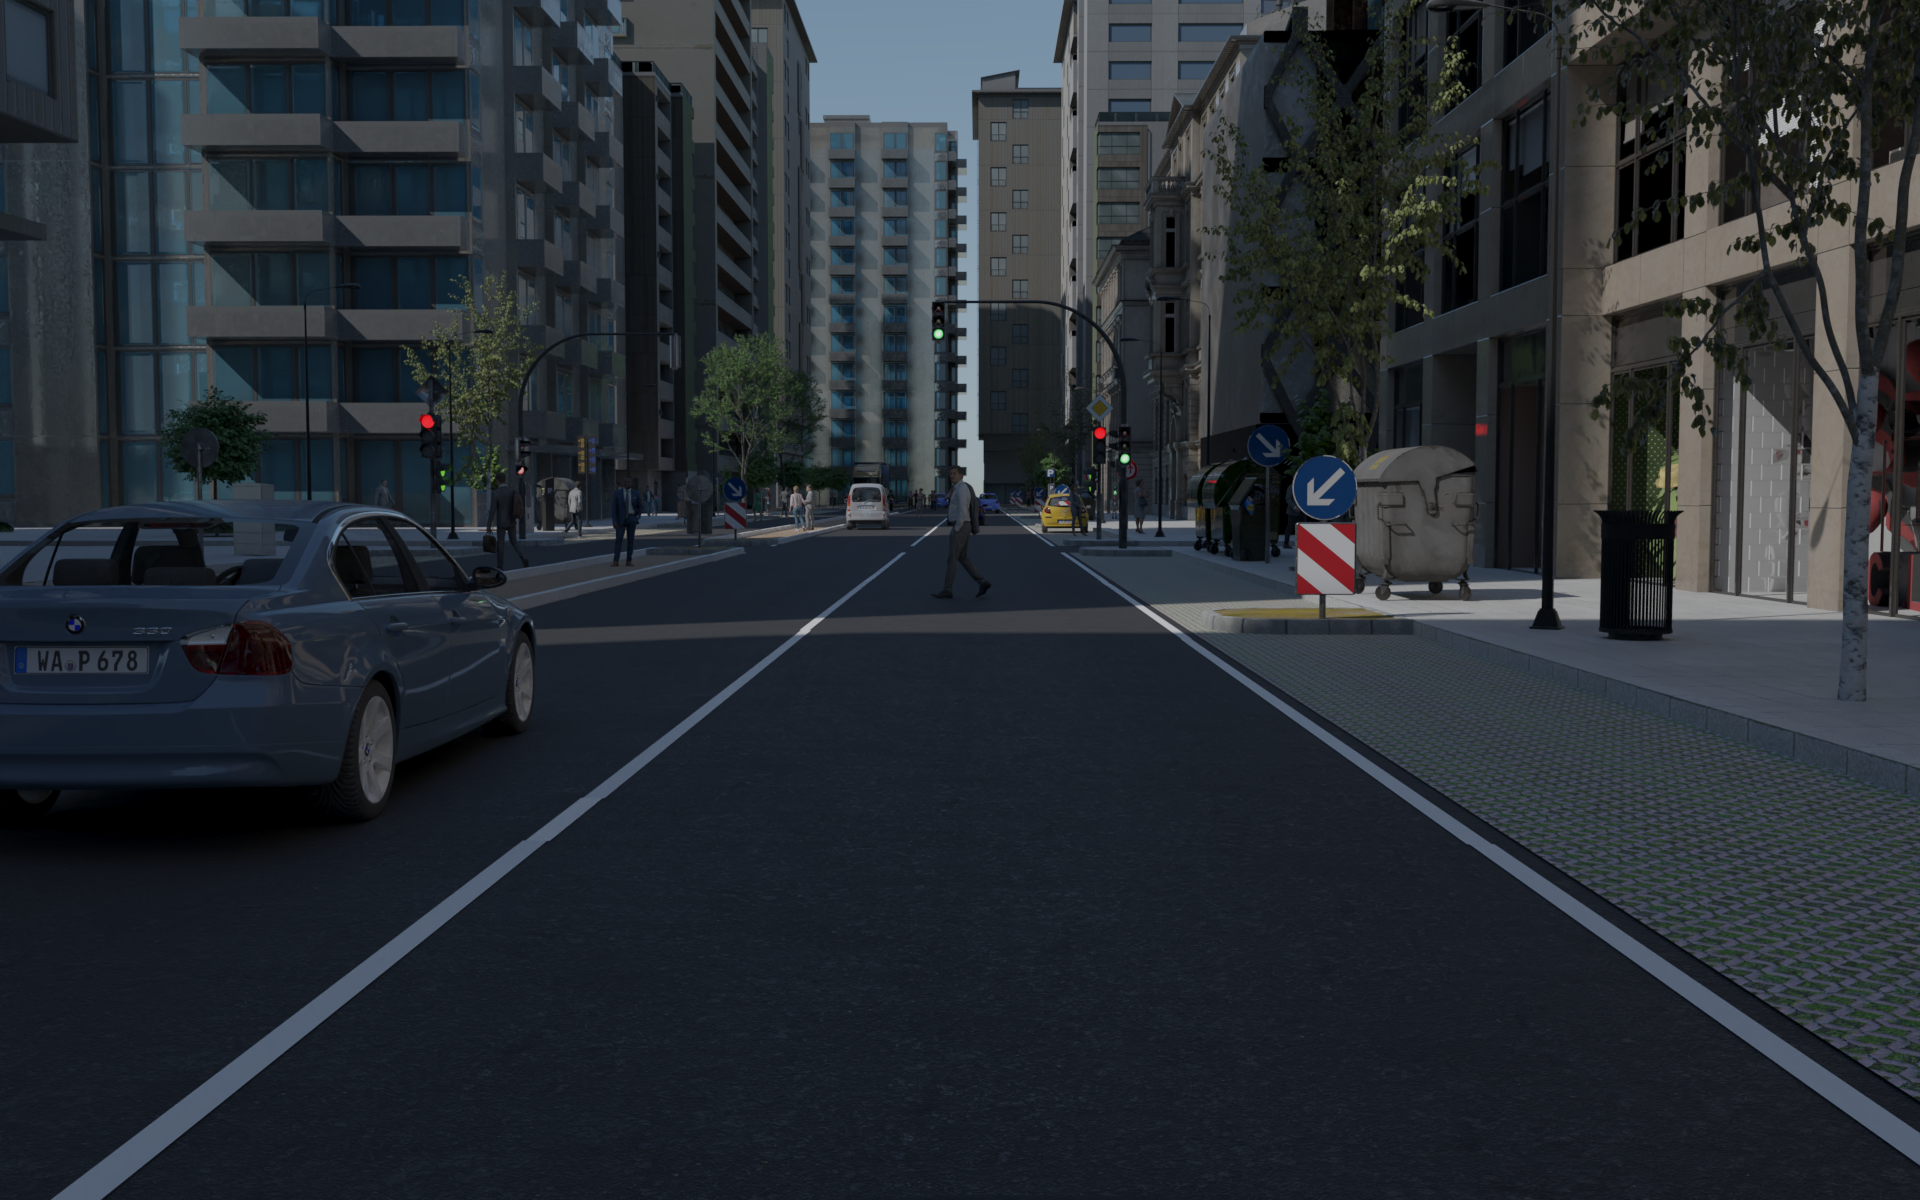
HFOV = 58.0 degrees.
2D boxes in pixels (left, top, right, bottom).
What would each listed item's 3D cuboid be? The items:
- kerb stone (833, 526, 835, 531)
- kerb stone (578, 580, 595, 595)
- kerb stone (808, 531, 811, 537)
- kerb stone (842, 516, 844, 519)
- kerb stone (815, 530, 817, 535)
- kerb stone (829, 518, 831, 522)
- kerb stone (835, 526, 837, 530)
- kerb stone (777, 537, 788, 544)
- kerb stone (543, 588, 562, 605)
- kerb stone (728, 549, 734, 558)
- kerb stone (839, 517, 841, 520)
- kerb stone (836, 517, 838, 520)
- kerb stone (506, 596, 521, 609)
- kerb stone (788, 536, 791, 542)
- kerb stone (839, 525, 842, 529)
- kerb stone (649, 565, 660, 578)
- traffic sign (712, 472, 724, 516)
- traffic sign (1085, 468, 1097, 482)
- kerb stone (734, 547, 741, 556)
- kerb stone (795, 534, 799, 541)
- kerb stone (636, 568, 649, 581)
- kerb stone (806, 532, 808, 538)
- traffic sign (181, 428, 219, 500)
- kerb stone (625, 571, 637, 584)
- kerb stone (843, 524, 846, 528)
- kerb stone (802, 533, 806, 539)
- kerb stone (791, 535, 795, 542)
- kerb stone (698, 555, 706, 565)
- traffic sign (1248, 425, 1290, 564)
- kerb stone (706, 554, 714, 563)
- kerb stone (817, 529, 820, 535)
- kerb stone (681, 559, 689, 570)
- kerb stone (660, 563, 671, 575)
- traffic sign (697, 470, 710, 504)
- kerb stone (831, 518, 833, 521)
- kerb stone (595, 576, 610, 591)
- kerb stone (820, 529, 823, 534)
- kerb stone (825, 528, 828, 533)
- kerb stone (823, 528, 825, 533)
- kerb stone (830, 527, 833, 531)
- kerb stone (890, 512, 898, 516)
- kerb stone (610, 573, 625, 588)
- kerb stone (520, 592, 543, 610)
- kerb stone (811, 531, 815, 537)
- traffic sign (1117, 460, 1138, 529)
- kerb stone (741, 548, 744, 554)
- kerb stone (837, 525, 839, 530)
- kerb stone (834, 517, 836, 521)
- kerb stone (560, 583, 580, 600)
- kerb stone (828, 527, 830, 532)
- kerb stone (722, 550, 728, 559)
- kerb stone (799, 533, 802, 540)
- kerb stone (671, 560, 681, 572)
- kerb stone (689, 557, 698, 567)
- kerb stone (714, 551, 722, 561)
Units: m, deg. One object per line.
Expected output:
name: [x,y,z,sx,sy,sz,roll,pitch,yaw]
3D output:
kerb stone: [-4.994,-2.701,66.363,0.120,0.150,1.000,0,4,1]
kerb stone: [-5.431,-0.159,24.816,0.120,0.150,1.000,0,4,1]
kerb stone: [-5.095,-2.131,57.145,0.120,0.150,1.000,0,4,1]
kerb stone: [-6.768,-4.587,97.190,0.120,0.150,1.000,0,4,1]
kerb stone: [-5.071,-2.263,59.189,0.120,0.150,1.000,0,4,1]
kerb stone: [-6.852,-4.073,88.990,0.120,0.150,1.000,0,4,1]
kerb stone: [-4.977,-2.762,67.385,0.120,0.150,1.000,0,4,1]
kerb stone: [-5.164,-1.699,49.976,0.120,0.150,1.000,0,4,1]
kerb stone: [-5.449,-0.032,22.765,0.120,0.150,1.000,0,4,1]
kerb stone: [-5.284,-1.036,39.139,0.120,0.150,1.000,0,4,1]
kerb stone: [-6.788,-4.461,95.144,0.120,0.150,1.000,0,4,1]
kerb stone: [-6.807,-4.334,93.092,0.120,0.150,1.000,0,4,1]
kerb stone: [-5.468,0.092,20.711,0.120,0.150,1.000,0,4,1]
kerb stone: [-5.155,-1.762,50.998,0.120,0.150,1.000,0,4,1]
kerb stone: [-4.950,-2.890,69.448,0.120,0.150,1.000,0,4,1]
kerb stone: [-5.373,-0.473,29.926,0.120,0.150,1.000,0,4,1]
traffic sign: [-14.164,-6.189,101.292,0.768,2.556,0.104,1,4,9]
traffic sign: [6.534,-5.189,84.952,0.768,2.556,0.104,1,4,8]
kerb stone: [-5.270,-1.098,40.172,0.120,0.150,1.000,0,4,1]
kerb stone: [-5.133,-1.886,53.052,0.120,0.150,1.000,0,4,1]
kerb stone: [-5.386,-0.409,28.905,0.120,0.150,1.000,0,4,1]
kerb stone: [-5.102,-2.075,56.123,0.120,0.150,1.000,0,4,1]
traffic sign: [-14.611,-2.030,33.297,0.768,2.556,0.104,0,4,6]
kerb stone: [-5.395,-0.342,27.883,0.120,0.150,1.000,0,4,1]
kerb stone: [-4.926,-3.015,71.492,0.120,0.150,1.000,0,4,1]
kerb stone: [-5.105,-2.013,55.100,0.120,0.150,1.000,0,4,1]
kerb stone: [-5.147,-1.819,52.027,0.120,0.150,1.000,0,4,1]
kerb stone: [-5.322,-0.786,35.040,0.120,0.150,1.000,0,4,1]
traffic sign: [5.682,-1.947,31.935,0.768,2.556,0.104,1,4,10]
kerb stone: [-5.314,-0.848,36.066,0.120,0.150,1.000,0,4,1]
kerb stone: [-5.059,-2.325,60.216,0.120,0.150,1.000,0,4,1]
kerb stone: [-5.348,-0.660,32.992,0.120,0.150,1.000,0,4,1]
kerb stone: [-5.367,-0.535,30.948,0.120,0.150,1.000,0,4,1]
traffic sign: [-13.672,-5.631,92.173,0.768,2.556,0.104,0,4,4]
kerb stone: [-6.841,-4.148,90.020,0.120,0.150,1.000,0,4,1]
kerb stone: [-5.419,-0.223,25.839,0.120,0.150,1.000,0,4,1]
kerb stone: [-5.037,-2.387,61.238,0.120,0.150,1.000,0,4,1]
kerb stone: [-5.024,-2.514,63.296,0.120,0.150,1.000,0,4,1]
kerb stone: [-5.031,-2.451,62.262,0.120,0.150,1.000,0,4,1]
kerb stone: [-4.999,-2.636,65.341,0.120,0.150,1.000,0,4,1]
kerb stone: [-4.459,-5.776,116.639,0.120,0.150,1.000,0,4,1]
kerb stone: [-5.405,-0.285,26.861,0.120,0.150,1.000,0,4,1]
kerb stone: [-5.456,0.028,21.734,0.120,0.150,1.000,0,4,1]
kerb stone: [-5.075,-2.197,58.167,0.120,0.150,1.000,0,4,1]
traffic sign: [6.118,-3.869,63.360,0.768,2.556,0.104,0,4,7]
kerb stone: [-5.259,-1.158,41.197,0.120,0.150,1.000,0,4,1]
kerb stone: [-4.965,-2.828,68.425,0.120,0.150,1.000,0,4,1]
kerb stone: [-6.817,-4.274,92.069,0.120,0.150,1.000,0,4,1]
kerb stone: [-5.433,-0.098,23.794,0.120,0.150,1.000,0,4,1]
kerb stone: [-5.010,-2.572,64.318,0.120,0.150,1.000,0,4,1]
kerb stone: [-5.288,-0.970,38.118,0.120,0.150,1.000,0,4,1]
kerb stone: [-5.125,-1.950,54.078,0.120,0.150,1.000,0,4,1]
kerb stone: [-5.348,-0.598,31.970,0.120,0.150,1.000,0,4,1]
kerb stone: [-5.337,-0.723,34.015,0.120,0.150,1.000,0,4,1]
kerb stone: [-5.289,-0.905,37.090,0.120,0.150,1.000,0,4,1]
